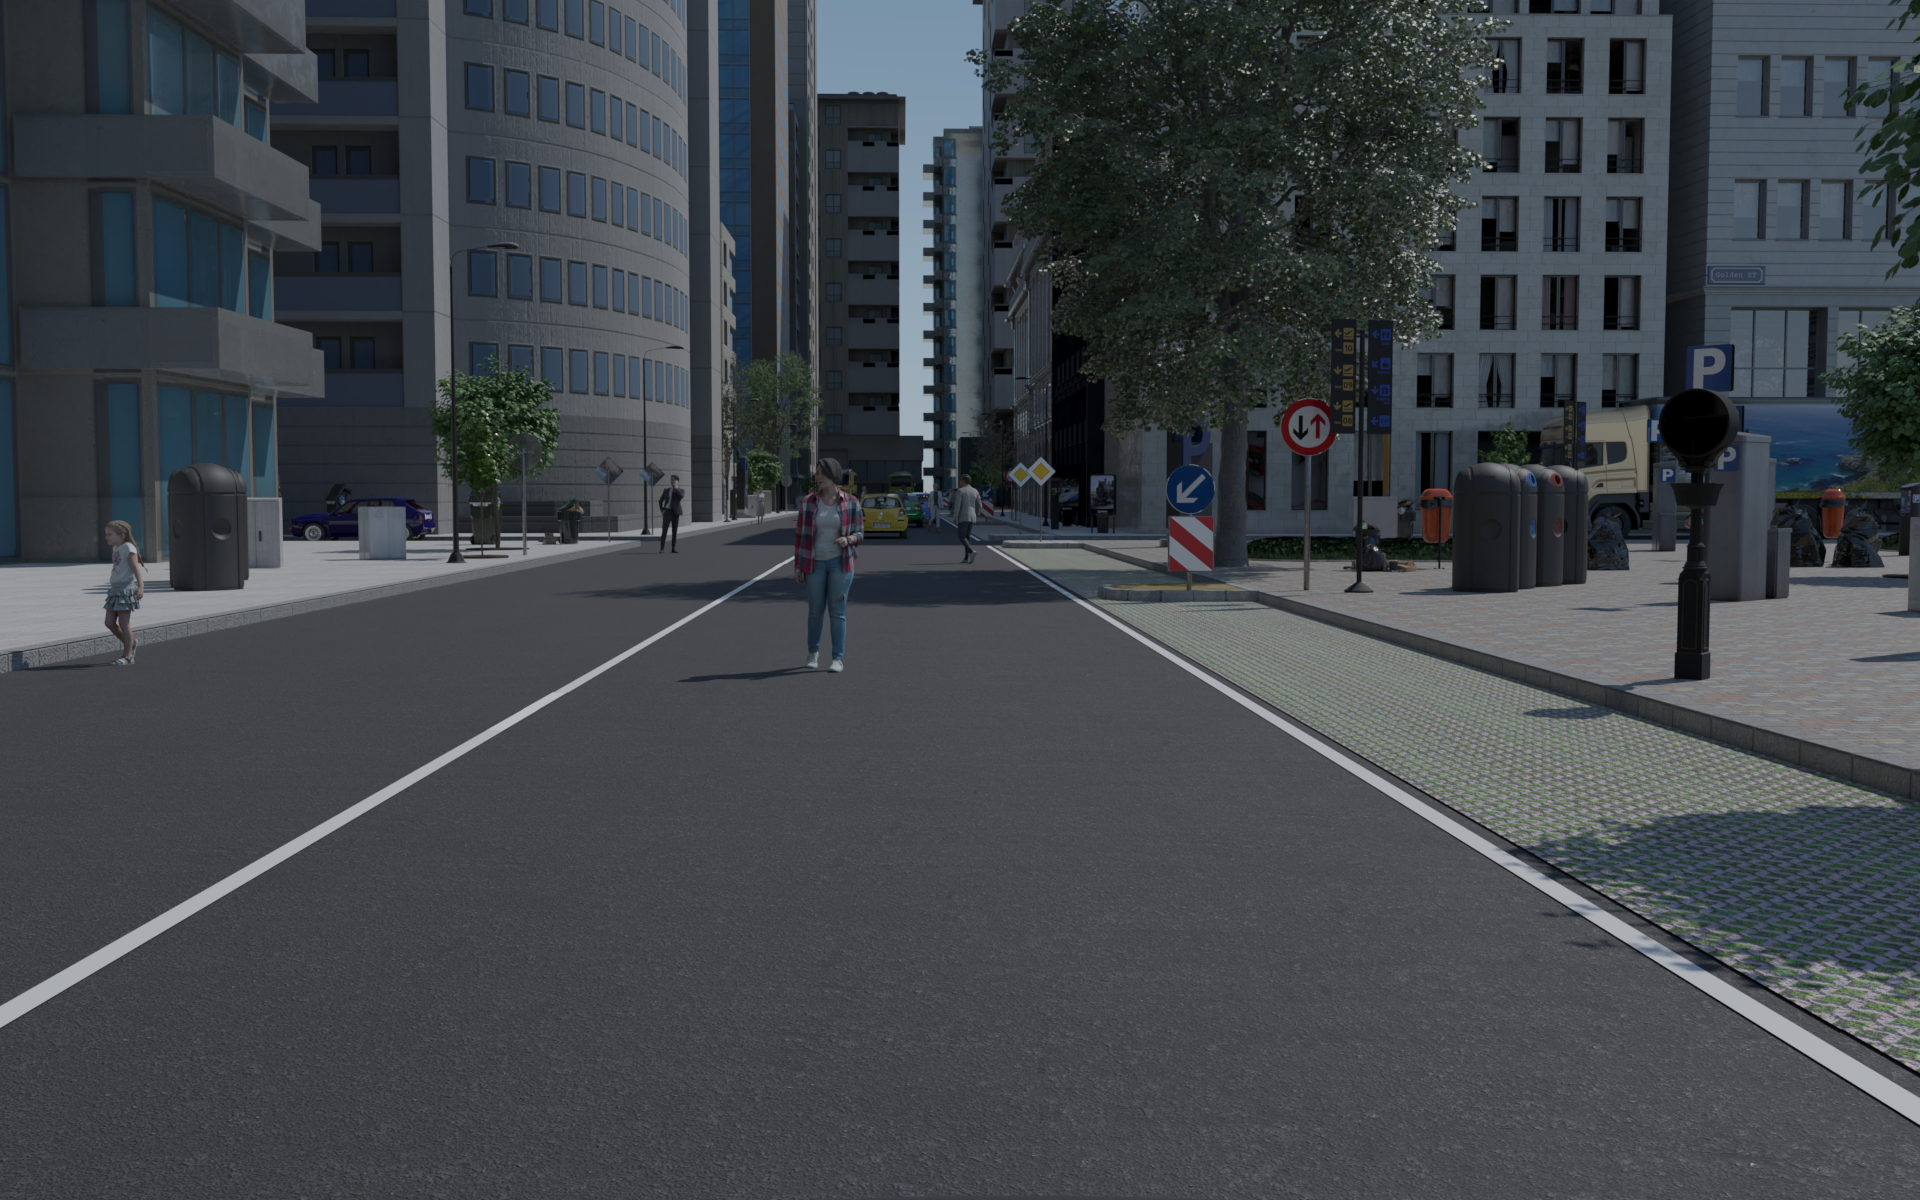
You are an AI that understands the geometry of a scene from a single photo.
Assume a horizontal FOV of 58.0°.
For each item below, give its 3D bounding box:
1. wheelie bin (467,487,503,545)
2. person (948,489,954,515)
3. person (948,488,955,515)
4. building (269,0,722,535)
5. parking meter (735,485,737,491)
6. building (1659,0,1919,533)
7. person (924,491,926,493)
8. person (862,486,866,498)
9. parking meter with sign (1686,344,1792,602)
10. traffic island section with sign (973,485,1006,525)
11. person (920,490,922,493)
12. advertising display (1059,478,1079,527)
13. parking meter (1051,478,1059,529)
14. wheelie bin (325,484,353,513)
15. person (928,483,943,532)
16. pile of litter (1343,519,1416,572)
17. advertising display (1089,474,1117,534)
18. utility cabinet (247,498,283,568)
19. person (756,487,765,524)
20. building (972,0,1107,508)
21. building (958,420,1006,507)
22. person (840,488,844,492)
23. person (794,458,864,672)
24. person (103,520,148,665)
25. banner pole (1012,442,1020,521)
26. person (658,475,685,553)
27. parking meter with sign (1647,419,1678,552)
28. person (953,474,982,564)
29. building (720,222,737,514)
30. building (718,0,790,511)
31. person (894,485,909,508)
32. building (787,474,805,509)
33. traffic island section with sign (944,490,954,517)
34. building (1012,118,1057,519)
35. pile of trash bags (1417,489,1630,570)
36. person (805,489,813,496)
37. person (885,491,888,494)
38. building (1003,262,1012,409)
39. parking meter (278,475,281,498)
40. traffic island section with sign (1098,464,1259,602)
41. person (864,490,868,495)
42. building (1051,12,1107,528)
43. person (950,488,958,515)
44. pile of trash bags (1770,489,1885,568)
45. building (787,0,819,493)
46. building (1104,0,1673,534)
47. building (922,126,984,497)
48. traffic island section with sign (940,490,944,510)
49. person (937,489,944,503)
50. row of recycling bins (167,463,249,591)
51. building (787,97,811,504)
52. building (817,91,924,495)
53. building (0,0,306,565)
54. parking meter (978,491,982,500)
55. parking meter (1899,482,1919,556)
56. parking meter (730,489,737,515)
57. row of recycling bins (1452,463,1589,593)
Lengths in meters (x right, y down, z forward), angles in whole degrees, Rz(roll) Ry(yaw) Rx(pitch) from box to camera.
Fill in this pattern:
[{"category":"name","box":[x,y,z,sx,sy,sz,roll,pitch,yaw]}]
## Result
[{"category":"wheelie bin","box":[-12.071,-2.211,44.056,0.980,1.594,0.693,1,4,12]},{"category":"person","box":[-0.538,-6.283,111.711,0.515,1.767,0.782,0,4,8]},{"category":"person","box":[-0.500,-6.677,117.767,0.767,1.812,0.694,0,4,-7]},{"category":"building","box":[-21.394,-32.089,66.659,21.231,58.520,28.212,0,4,-2]},{"category":"parking meter","box":[-13.728,-6.160,106.421,0.399,1.863,0.255,1,4,13]},{"category":"building","box":[38.441,-17.335,60.925,29.804,29.767,11.434,0,4,-2]},{"category":"person","box":[-3.926,-11.677,200.131,1.217,1.735,0.721,3,5,44]},{"category":"person","box":[-5.036,-5.022,90.496,0.818,1.842,0.514,-1,4,-15]},{"category":"parking meter with sign","box":[9.427,-1.505,20.868,1.738,3.016,0.543,-3,4,-39]},{"category":"traffic island section with sign","box":[1.092,-4.357,79.869,1.989,1.847,2.006,0,4,-2]},{"category":"person","box":[-3.897,-10.197,175.088,0.709,1.838,0.599,1,4,14]},{"category":"advertising display","box":[4.213,-3.854,68.227,0.974,1.923,0.123,0,4,-8]},{"category":"parking meter","box":[3.448,-3.495,62.855,0.255,1.863,0.399,1,4,12]},{"category":"wheelie bin","box":[-19.093,-2.778,53.336,0.980,1.594,0.693,3,5,42]},{"category":"person","box":[-0.952,-3.494,65.501,0.514,1.842,0.818,-2,4,-28]},{"category":"pile of litter","box":[7.085,-0.931,29.195,1.176,0.858,1.719,0,4,6]},{"category":"advertising display","box":[4.660,-3.135,56.472,0.974,1.923,0.123,3,4,38]},{"category":"utility cabinet","box":[-12.331,-1.157,30.086,1.020,1.237,0.306,-1,4,-10]},{"category":"person","box":[-9.505,-4.498,82.606,0.480,1.755,0.524,-2,4,-26]},{"category":"building","box":[16.028,-34.890,159.686,28.713,52.752,27.495,0,4,-2]},{"category":"building","box":[11.390,-53.519,187.712,22.319,86.520,31.000,0,4,-2]},{"category":"person","box":[-6.828,-5.621,100.748,0.721,1.781,0.623,1,4,11]},{"category":"person","box":[-1.062,-0.290,14.077,0.563,1.720,0.643,0,4,3]},{"category":"person","box":[-6.965,-0.064,14.561,0.505,1.210,0.382,3,4,36]},{"category":"banner pole","box":[2.633,-5.724,83.612,0.401,3.779,0.863,1,4,18]},{"category":"person","box":[-6.989,-2.088,42.008,0.648,1.900,0.474,-1,4,-13]},{"category":"parking meter with sign","box":[16.010,-2.638,39.387,0.543,3.016,1.738,1,4,13]},{"category":"person","box":[0.186,-1.675,35.734,0.661,1.843,0.795,-3,4,-36]},{"category":"building","box":[-28.734,-15.842,104.055,27.650,21.520,28.899,0,4,-2]},{"category":"building","box":[-20.762,-29.674,135.286,14.600,45.320,14.200,0,4,-2]},{"category":"person","box":[-2.355,-3.693,69.054,0.592,1.802,0.473,3,5,39]},{"category":"building","box":[-30.338,-28.290,154.422,32.217,40.220,23.993,0,4,-2]},{"category":"traffic island section with sign","box":[0.201,-6.020,107.062,1.989,1.847,2.006,0,4,-2]},{"category":"building","box":[10.360,-15.387,93.376,13.314,21.916,24.055,0,4,-2]},{"category":"pile of trash bags","box":[9.616,-1.230,29.865,3.447,1.369,1.912,0,3,0]},{"category":"person","box":[-8.952,-5.732,102.793,0.524,1.755,0.480,0,4,2]},{"category":"person","box":[-6.888,-9.185,159.195,0.721,1.766,1.217,-2,4,-24]},{"category":"building","box":[10.276,-16.888,117.915,13.314,21.916,24.055,0,4,-2]},{"category":"parking meter","box":[-17.712,-2.380,44.629,0.399,1.863,0.255,-1,4,-12]},{"category":"traffic island section with sign","box":[2.935,-0.928,23.807,1.989,1.847,2.006,0,4,-2]},{"category":"person","box":[-4.208,-4.128,77.804,0.330,1.601,0.589,0,4,3]},{"category":"building","box":[10.717,-14.908,73.424,12.332,23.373,15.834,0,4,-2]},{"category":"person","box":[-0.270,-6.119,108.812,0.850,1.792,0.678,-2,4,-31]},{"category":"pile of trash bags","box":[15.899,-1.344,31.724,1.912,1.369,3.447,2,4,29]},{"category":"building","box":[-26.560,-46.144,192.709,20.611,71.187,20.563,0,4,-2]},{"category":"building","box":[14.045,-12.567,60.224,16.860,20.320,10.420,0,4,-2]},{"category":"building","box":[10.376,-37.050,225.377,30.456,49.044,23.786,0,4,-2]},{"category":"traffic island section with sign","box":[-2.299,-10.676,183.178,1.989,1.847,2.006,0,4,-2]},{"category":"person","box":[-1.508,-6.744,119.043,0.678,1.792,0.850,-2,4,-30]},{"category":"row of recycling bins","box":[-10.599,-1.059,24.431,1.069,1.692,3.534,-1,4,-21]},{"category":"building","box":[-22.436,-29.978,173.740,14.154,41.232,14.086,0,4,-2]},{"category":"building","box":[-18.680,-39.022,227.247,27.495,52.752,28.713,0,4,-2]},{"category":"building","box":[-28.848,-25.125,30.395,30.456,49.044,23.786,0,4,-2]},{"category":"parking meter","box":[1.399,-7.108,124.618,0.372,1.533,0.369,0,3,0]},{"category":"parking meter","box":[19.832,-1.697,36.161,0.372,1.533,0.369,0,3,0]},{"category":"parking meter","box":[-12.529,-5.340,95.719,0.372,1.533,0.369,0,3,0]},{"category":"row of recycling bins","box":[7.729,-1.028,23.915,1.069,1.692,3.534,3,4,38]}]
